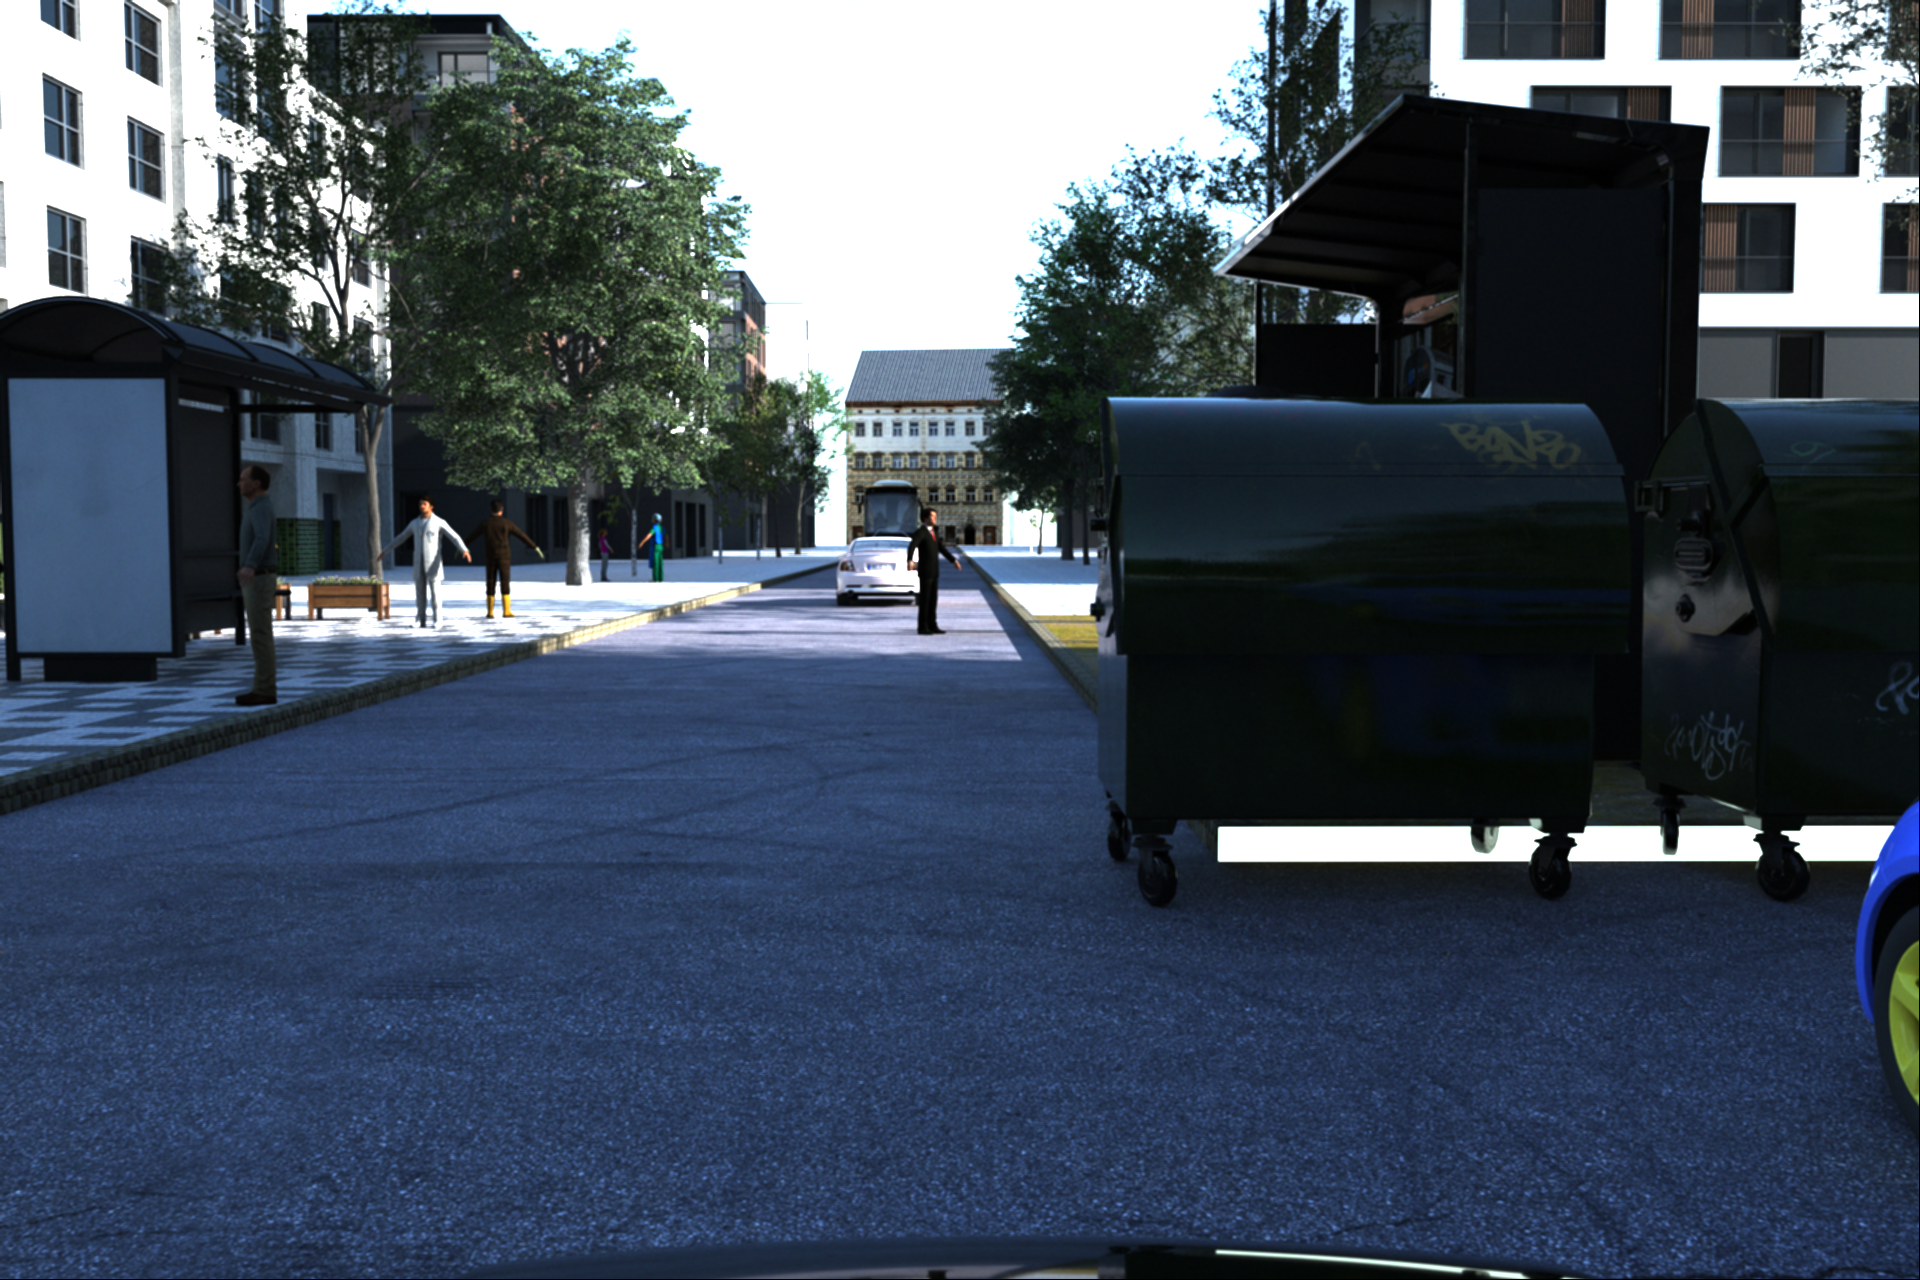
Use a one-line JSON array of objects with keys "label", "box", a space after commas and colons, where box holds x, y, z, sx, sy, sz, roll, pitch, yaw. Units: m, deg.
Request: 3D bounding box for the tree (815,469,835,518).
[{"label": "tree", "box": [-18.008, -16.314, 201.150, 7.601, 10.594, 8.767, 0, 4, -3]}]

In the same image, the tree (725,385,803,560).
[{"label": "tree", "box": [-9.958, -8.296, 86.009, 4.737, 8.622, 4.395, 0, 3, 0]}]

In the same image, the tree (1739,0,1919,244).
[{"label": "tree", "box": [11.787, -6.420, 15.342, 12.009, 13.543, 11.850, 0, 3, 0]}]

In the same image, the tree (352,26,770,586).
[{"label": "tree", "box": [-9.626, -8.330, 42.843, 9.857, 13.997, 8.962, 0, 3, 0]}]

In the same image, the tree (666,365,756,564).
[{"label": "tree", "box": [-10.522, -7.585, 74.385, 4.737, 8.622, 4.395, 0, 3, 0]}]

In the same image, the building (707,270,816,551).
[{"label": "building", "box": [-27.528, -18.738, 150.348, 27.936, 21.610, 32.646, 0, 4, -1]}]

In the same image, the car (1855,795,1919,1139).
[{"label": "car", "box": [3.083, 0.412, 2.858, 1.945, 1.707, 3.694, 0, 4, -1]}]

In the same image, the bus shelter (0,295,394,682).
[{"label": "bus shelter", "box": [-7.578, -1.441, 17.487, 2.014, 3.302, 5.546, 0, 4, -1]}]

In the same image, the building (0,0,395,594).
[{"label": "building", "box": [-28.490, -10.941, 45.346, 16.747, 18.905, 31.486, 0, 3, 0]}]

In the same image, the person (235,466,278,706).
[{"label": "person", "box": [-5.331, -0.417, 13.095, 0.705, 1.796, 1.348, -1, 4, -23]}]

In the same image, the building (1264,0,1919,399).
[{"label": "building", "box": [23.811, -13.140, 58.807, 27.936, 21.610, 32.646, 0, 4, 0]}]

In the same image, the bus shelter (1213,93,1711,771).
[{"label": "bus shelter", "box": [3.163, -1.291, 12.398, 1.731, 3.624, 6.357, 0, 4, -1]}]

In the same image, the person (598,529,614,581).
[{"label": "person", "box": [-9.598, -2.309, 47.023, 0.599, 1.433, 0.991, -2, 4, -28]}]

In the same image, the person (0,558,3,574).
[{"label": "person", "box": [-9.633, -0.646, 16.330, 0.705, 1.858, 1.354, 2, 4, 28]}]

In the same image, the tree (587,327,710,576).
[{"label": "tree", "box": [-9.961, -6.300, 53.372, 4.737, 8.622, 4.395, 0, 3, 0]}]

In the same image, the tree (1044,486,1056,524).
[{"label": "tree", "box": [13.295, -17.315, 201.224, 7.486, 12.596, 7.792, 0, 3, 0]}]

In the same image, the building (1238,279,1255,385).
[{"label": "building", "box": [24.729, -15.651, 86.830, 19.493, 23.208, 18.063, 0, 4, 0]}]

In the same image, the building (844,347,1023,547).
[{"label": "building", "box": [-2.709, -22.665, 203.954, 18.063, 23.208, 19.493, 1, 4, 9]}]

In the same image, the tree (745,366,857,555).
[{"label": "tree", "box": [-9.860, -11.052, 106.458, 9.928, 11.665, 9.643, 0, 3, 0]}]

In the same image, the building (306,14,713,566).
[{"label": "building", "box": [-28.487, -14.730, 84.813, 27.936, 21.610, 32.646, 0, 4, 0]}]

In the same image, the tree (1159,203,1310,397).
[{"label": "tree", "box": [5.797, -5.446, 39.410, 4.360, 8.622, 3.978, 0, 3, 0]}]

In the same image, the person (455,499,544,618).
[{"label": "person", "box": [-7.075, -1.247, 26.529, 1.346, 1.812, 0.704, 0, 4, -3]}]

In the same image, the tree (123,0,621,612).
[{"label": "tree", "box": [-9.569, -5.758, 28.550, 8.767, 10.594, 7.601, 0, 4, 3]}]

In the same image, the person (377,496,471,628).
[{"label": "person", "box": [-7.315, -1.074, 23.746, 1.347, 1.806, 0.705, 1, 4, 9]}]

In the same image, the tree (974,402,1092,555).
[{"label": "tree", "box": [5.024, -10.531, 106.597, 8.767, 10.594, 7.601, -1, 4, -20]}]

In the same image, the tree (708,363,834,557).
[{"label": "tree", "box": [-10.342, -9.839, 95.277, 7.601, 10.594, 8.767, 0, 4, 3]}]

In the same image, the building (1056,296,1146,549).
[{"label": "building", "box": [22.977, -19.647, 165.209, 27.936, 21.610, 32.646, 0, 4, 0]}]

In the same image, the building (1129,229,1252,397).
[{"label": "building", "box": [20.971, -18.514, 133.634, 19.493, 23.208, 18.063, 0, 3, 0]}]

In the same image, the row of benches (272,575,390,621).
[{"label": "row of benches", "box": [-10.451, -0.624, 25.662, 4.104, 0.672, 1.422, 0, 4, -8]}]

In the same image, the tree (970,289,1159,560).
[{"label": "tree", "box": [5.240, -10.937, 85.480, 9.857, 13.997, 8.962, 0, 3, 0]}]

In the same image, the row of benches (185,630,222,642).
[{"label": "row of benches", "box": [-9.449, -0.292, 20.230, 1.422, 0.672, 4.104, -1, 4, -9]}]

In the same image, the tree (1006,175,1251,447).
[{"label": "tree", "box": [4.931, -7.671, 51.171, 9.928, 11.665, 9.643, 0, 3, 0]}]

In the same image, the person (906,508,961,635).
[{"label": "person", "box": [-0.428, -0.986, 24.757, 0.705, 1.806, 1.347, 2, 4, 32]}]

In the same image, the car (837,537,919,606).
[{"label": "car", "box": [-1.555, -1.452, 36.104, 2.083, 1.381, 4.827, 0, 4, 0]}]

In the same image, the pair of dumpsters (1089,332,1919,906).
[{"label": "pair of dumpsters", "box": [2.749, -0.137, 7.190, 4.436, 2.255, 1.574, 0, 4, -1]}]

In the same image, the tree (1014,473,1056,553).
[{"label": "tree", "box": [4.915, -10.032, 114.386, 4.737, 8.622, 4.395, 0, 3, 0]}]

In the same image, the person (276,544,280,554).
[{"label": "person", "box": [-12.230, -1.485, 30.748, 0.721, 1.772, 1.216, -1, 4, -14]}]

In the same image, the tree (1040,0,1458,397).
[{"label": "tree", "box": [5.596, -5.823, 29.611, 8.767, 10.594, 7.601, -1, 4, -9]}]

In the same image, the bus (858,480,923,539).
[{"label": "bus", "box": [-3.171, -5.595, 83.027, 2.896, 3.916, 12.252, 0, 4, -1]}]

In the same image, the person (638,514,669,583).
[{"label": "person", "box": [-7.993, -2.409, 45.506, 0.704, 1.817, 1.347, 2, 4, 25]}]

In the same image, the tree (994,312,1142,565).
[{"label": "tree", "box": [4.936, -8.405, 71.832, 7.601, 10.594, 8.767, -1, 4, -11]}]
